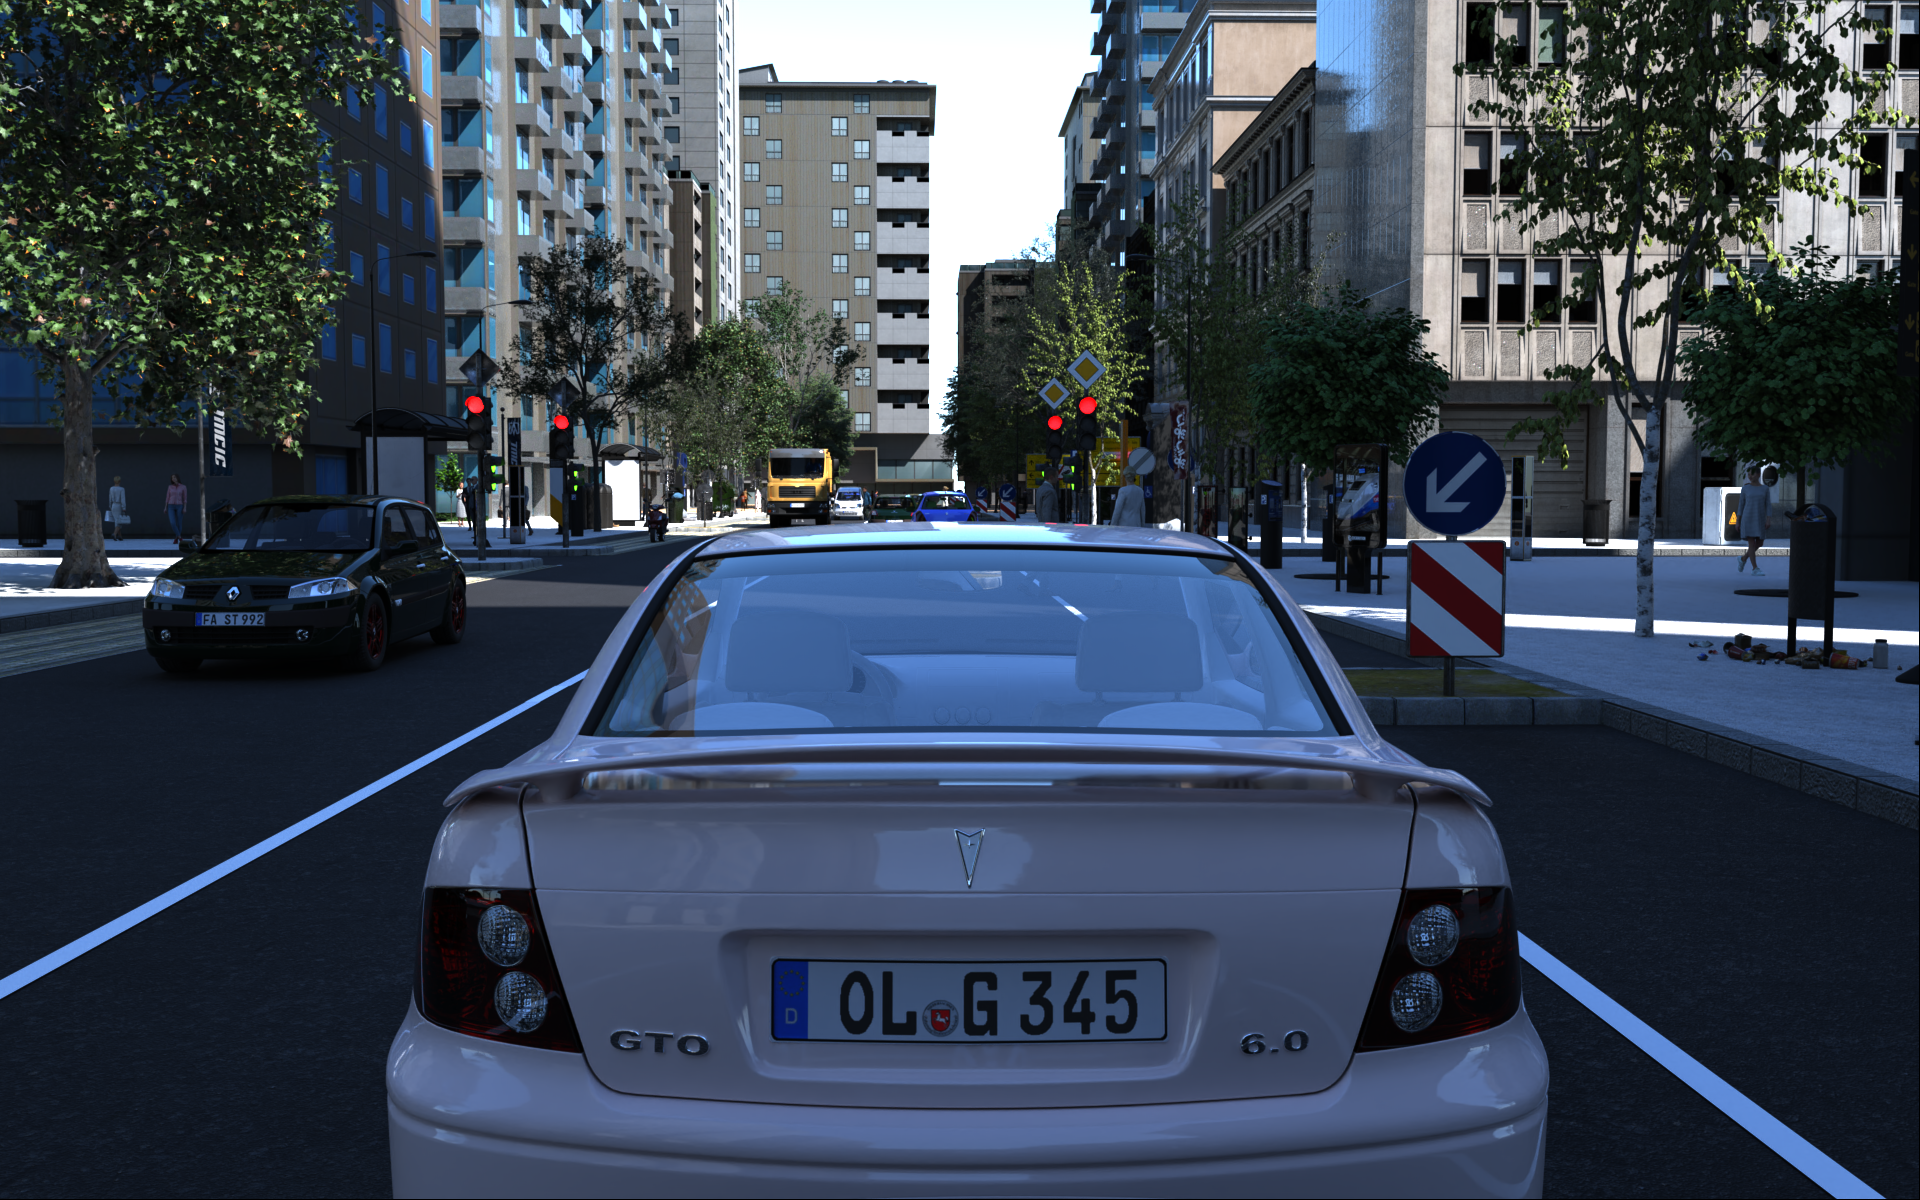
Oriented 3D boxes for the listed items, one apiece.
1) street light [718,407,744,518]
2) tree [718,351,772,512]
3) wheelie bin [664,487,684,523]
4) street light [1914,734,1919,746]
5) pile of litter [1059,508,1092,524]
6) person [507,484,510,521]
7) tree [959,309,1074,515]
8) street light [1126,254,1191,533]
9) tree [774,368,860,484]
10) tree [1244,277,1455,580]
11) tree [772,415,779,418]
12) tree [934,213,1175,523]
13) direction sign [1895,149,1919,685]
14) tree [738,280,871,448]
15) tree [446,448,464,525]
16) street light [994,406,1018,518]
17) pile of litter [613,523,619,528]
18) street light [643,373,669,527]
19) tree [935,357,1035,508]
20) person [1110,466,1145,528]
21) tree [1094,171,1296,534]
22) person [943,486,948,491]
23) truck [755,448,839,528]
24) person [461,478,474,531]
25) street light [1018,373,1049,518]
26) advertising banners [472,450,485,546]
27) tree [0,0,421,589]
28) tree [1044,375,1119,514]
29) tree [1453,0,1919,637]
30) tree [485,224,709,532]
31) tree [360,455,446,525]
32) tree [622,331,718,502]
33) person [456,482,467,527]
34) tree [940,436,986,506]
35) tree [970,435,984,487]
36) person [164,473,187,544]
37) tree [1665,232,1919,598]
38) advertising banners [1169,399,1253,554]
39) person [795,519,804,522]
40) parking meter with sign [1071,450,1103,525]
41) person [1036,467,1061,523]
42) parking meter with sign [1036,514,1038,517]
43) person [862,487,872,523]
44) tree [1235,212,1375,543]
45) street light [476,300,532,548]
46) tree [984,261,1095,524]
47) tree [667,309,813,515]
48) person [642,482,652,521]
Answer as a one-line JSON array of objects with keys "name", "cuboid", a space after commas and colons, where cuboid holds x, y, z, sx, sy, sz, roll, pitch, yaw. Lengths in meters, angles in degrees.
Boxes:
[{"name": "street light", "cuboid": [-12.172, -7.308, 92.034, 1.470, 5.913, 1.316, 0, 4, -1]}, {"name": "tree", "cuboid": [-12.402, -8.392, 87.573, 4.360, 8.622, 3.978, 0, 3, 0]}, {"name": "wheelie bin", "cuboid": [-12.465, -4.143, 75.652, 0.980, 1.594, 0.693, 2, 4, 31]}, {"name": "street light", "cuboid": [4.525, -2.212, 8.710, 1.470, 5.913, 1.316, 0, 4, -1]}, {"name": "pile of litter", "cuboid": [4.018, -2.668, 57.585, 1.176, 0.858, 1.719, 0, 4, -4]}, {"name": "person", "cuboid": [-21.692, -4.679, 82.812, 0.520, 1.790, 0.573, 1, 4, 9]}, {"name": "tree", "cuboid": [3.605, -11.417, 104.794, 7.486, 12.596, 7.792, 0, 3, 0]}, {"name": "street light", "cuboid": [3.904, -3.740, 33.694, 1.470, 5.913, 1.316, 0, 4, -1]}, {"name": "tree", "cuboid": [-15.144, -16.553, 177.296, 9.857, 13.997, 8.962, 0, 3, 0]}, {"name": "tree", "cuboid": [5.823, -2.607, 26.336, 4.285, 4.588, 4.351, 0, 3, 0]}, {"name": "tree", "cuboid": [-14.669, -10.595, 123.598, 4.360, 8.622, 3.978, 0, 3, 0]}, {"name": "tree", "cuboid": [4.318, -10.124, 75.898, 12.009, 13.543, 11.850, 0, 3, 0]}, {"name": "direction sign", "cuboid": [6.578, -1.203, 11.674, 0.876, 3.537, 0.379, -2, 4, -30]}, {"name": "tree", "cuboid": [-14.157, -18.088, 151.625, 12.611, 20.169, 13.585, 0, 3, 0]}, {"name": "tree", "cuboid": [-21.470, -4.804, 73.154, 1.663, 3.219, 1.824, 0, 3, 0]}, {"name": "street light", "cuboid": [2.499, -7.280, 91.575, 1.470, 5.913, 1.316, 0, 4, -1]}, {"name": "pile of litter", "cuboid": [-13.882, -3.236, 66.878, 1.176, 0.858, 1.719, -3, 4, -38]}, {"name": "street light", "cuboid": [-11.503, -5.746, 66.488, 1.470, 5.913, 1.316, 0, 4, -1]}, {"name": "tree", "cuboid": [2.571, -15.470, 159.589, 9.857, 13.997, 8.962, 0, 3, 0]}, {"name": "person", "cuboid": [2.514, -1.029, 25.201, 0.818, 1.842, 0.514, 2, 4, 24]}, {"name": "tree", "cuboid": [5.796, -5.507, 40.401, 4.737, 8.622, 4.395, 0, 3, 0]}, {"name": "person", "cuboid": [-0.631, -4.414, 80.894, 0.641, 1.798, 0.478, 1, 4, 23]}, {"name": "truck", "cuboid": [-6.969, -4.883, 75.759, 3.469, 3.379, 9.791, 0, 4, -3]}, {"name": "person", "cuboid": [-16.988, -3.325, 60.177, 0.659, 1.850, 0.755, -1, 4, -14]}, {"name": "street light", "cuboid": [3.105, -5.741, 66.408, 1.470, 5.913, 1.316, 0, 4, -1]}, {"name": "advertising banners", "cuboid": [-12.085, -2.900, 43.603, 0.090, 3.025, 2.074, 0, 4, -7]}, {"name": "tree", "cuboid": [-12.097, -6.510, 23.440, 9.611, 12.733, 9.660, 0, 3, 0]}, {"name": "tree", "cuboid": [6.887, -9.001, 97.533, 4.360, 8.622, 3.978, 0, 3, 0]}, {"name": "tree", "cuboid": [6.320, -3.984, 15.502, 4.737, 8.622, 4.395, 0, 3, 0]}, {"name": "tree", "cuboid": [-12.267, -7.629, 59.149, 8.767, 10.594, 7.601, 1, 4, 14]}, {"name": "tree", "cuboid": [-16.366, -3.420, 50.516, 1.663, 3.219, 1.824, 0, 3, 0]}, {"name": "tree", "cuboid": [-13.094, -7.779, 77.552, 4.360, 8.622, 3.978, 0, 3, 0]}, {"name": "person", "cuboid": [-19.482, -3.742, 67.798, 0.524, 1.755, 0.480, 2, 4, 29]}, {"name": "tree", "cuboid": [1.883, -15.812, 192.932, 8.767, 10.594, 7.601, -1, 4, -16]}, {"name": "tree", "cuboid": [3.097, -10.887, 128.362, 4.737, 8.622, 4.395, 0, 3, 0]}, {"name": "person", "cuboid": [-20.159, -2.351, 44.498, 0.555, 1.821, 0.388, -1, 4, -19]}, {"name": "tree", "cuboid": [10.576, -2.336, 21.904, 4.285, 4.588, 4.351, 0, 3, 0]}, {"name": "advertising banners", "cuboid": [4.556, -2.172, 31.693, 0.090, 3.025, 2.074, -3, 4, -38]}, {"name": "person", "cuboid": [-8.365, -4.930, 89.292, 0.537, 1.800, 0.526, 1, 4, 18]}, {"name": "parking meter with sign", "cuboid": [5.090, -4.436, 68.796, 0.543, 3.016, 1.738, 3, 4, 36]}, {"name": "person", "cuboid": [1.234, -0.956, 24.244, 0.853, 1.813, 0.709, -1, 4, -14]}, {"name": "parking meter with sign", "cuboid": [4.577, -6.006, 94.456, 0.543, 3.016, 1.738, -1, 4, -17]}, {"name": "person", "cuboid": [-4.393, -4.479, 82.068, 0.444, 1.785, 0.601, -1, 4, -20]}, {"name": "tree", "cuboid": [9.062, -5.796, 45.124, 4.360, 8.622, 3.978, 0, 3, 0]}, {"name": "street light", "cuboid": [-10.912, -4.218, 41.503, 1.470, 5.913, 1.316, 0, 4, -1]}, {"name": "tree", "cuboid": [4.039, -6.337, 53.971, 4.737, 8.622, 4.395, 0, 3, 0]}, {"name": "tree", "cuboid": [-14.258, -11.686, 108.075, 9.611, 12.733, 9.660, 0, 3, 0]}, {"name": "person", "cuboid": [-14.868, -4.673, 82.349, 0.836, 1.842, 0.656, 0, 4, -2]}]
